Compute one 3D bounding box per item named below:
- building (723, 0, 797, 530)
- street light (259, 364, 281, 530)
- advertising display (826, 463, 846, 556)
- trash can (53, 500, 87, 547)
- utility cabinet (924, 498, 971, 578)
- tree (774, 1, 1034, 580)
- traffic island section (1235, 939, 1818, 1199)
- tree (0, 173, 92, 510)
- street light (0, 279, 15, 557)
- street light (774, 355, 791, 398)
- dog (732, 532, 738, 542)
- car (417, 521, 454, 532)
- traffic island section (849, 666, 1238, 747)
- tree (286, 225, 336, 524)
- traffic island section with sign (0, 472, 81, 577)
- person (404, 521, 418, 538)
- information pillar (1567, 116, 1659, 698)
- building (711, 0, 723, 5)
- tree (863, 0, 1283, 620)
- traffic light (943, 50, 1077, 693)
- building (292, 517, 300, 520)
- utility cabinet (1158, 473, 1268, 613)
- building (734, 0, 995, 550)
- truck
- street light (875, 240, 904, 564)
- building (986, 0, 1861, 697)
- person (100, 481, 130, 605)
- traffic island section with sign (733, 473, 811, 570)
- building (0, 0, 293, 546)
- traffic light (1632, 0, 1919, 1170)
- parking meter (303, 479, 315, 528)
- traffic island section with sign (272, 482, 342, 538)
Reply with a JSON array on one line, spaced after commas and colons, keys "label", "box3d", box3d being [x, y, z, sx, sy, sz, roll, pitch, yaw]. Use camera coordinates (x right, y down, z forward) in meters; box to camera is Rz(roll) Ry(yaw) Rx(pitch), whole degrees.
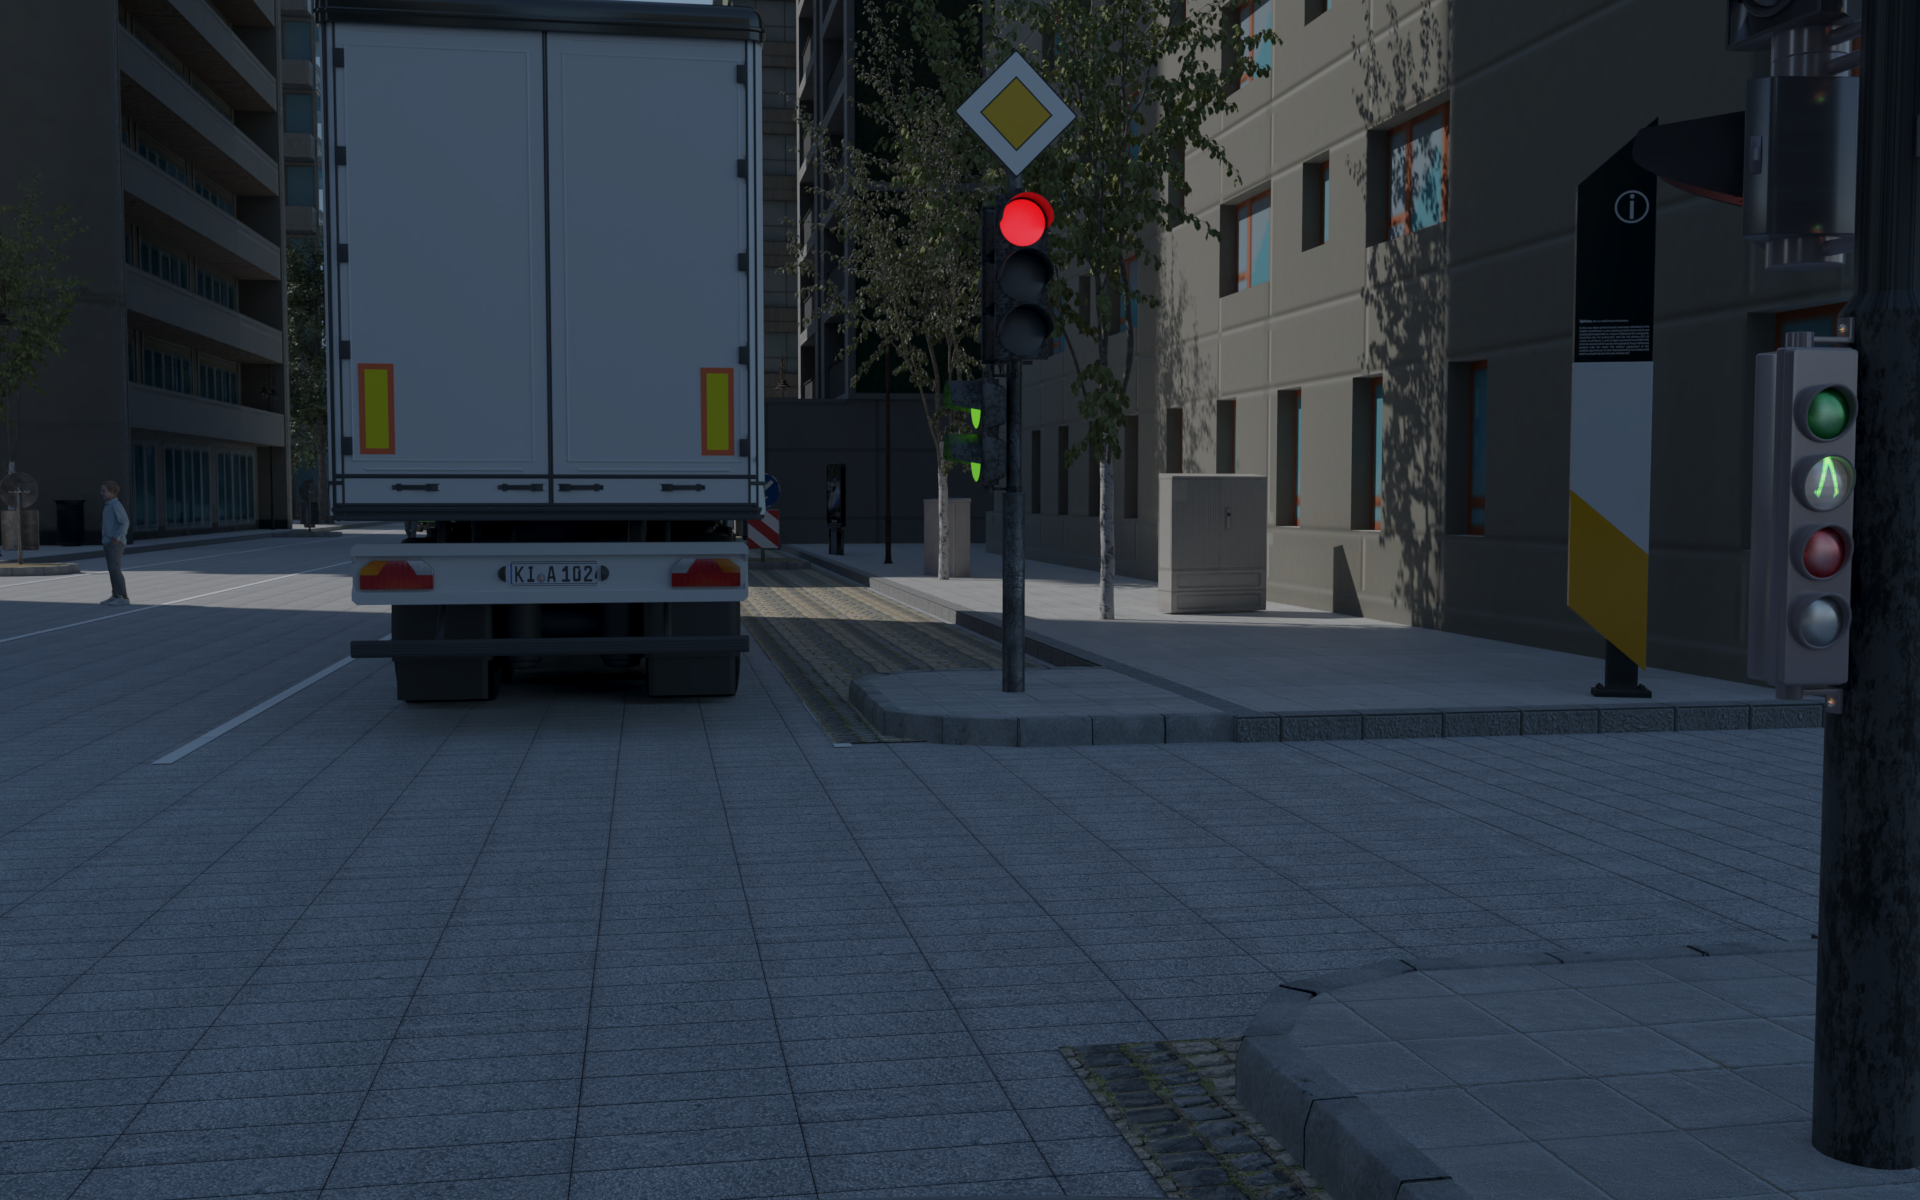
[{"label": "building", "box3d": [-3.089, -23.862, 73.735, 14.154, 41.232, 14.086, -1, 4, -10]}, {"label": "street light", "box3d": [-24.511, -5.432, 61.604, 0.468, 5.910, 1.993, -1, 4, -10]}, {"label": "advertising display", "box3d": [-2.609, -1.912, 36.477, 0.123, 1.923, 0.974, -1, 4, -22]}, {"label": "trash can", "box3d": [-21.777, -1.881, 42.405, 0.748, 1.137, 0.748, 0, 3, 0]}, {"label": "utility cabinet", "box3d": [-0.210, -0.969, 27.011, 0.306, 1.237, 1.020, -2, 4, -29]}, {"label": "tree", "box3d": [-0.437, -4.599, 25.564, 4.360, 8.622, 3.978, 0, 3, 0]}, {"label": "traffic island section", "box3d": [1.784, 1.154, 3.407, 2.009, 0.180, 2.903, -1, 4, -10]}, {"label": "tree", "box3d": [-21.813, -5.437, 39.264, 4.737, 8.622, 4.395, 0, 3, 0]}, {"label": "street light", "box3d": [-19.792, -3.831, 35.427, 0.468, 5.910, 1.993, -1, 4, -10]}, {"label": "street light", "box3d": [-5.925, -5.204, 57.870, 0.468, 5.910, 1.993, -1, 4, -10]}, {"label": "dog", "box3d": [-6.222, -1.626, 46.782, 0.550, 0.427, 0.748, -3, 4, -36]}, {"label": "car", "box3d": [-19.957, -3.554, 66.911, 1.959, 1.807, 4.718, -1, 4, -12]}, {"label": "traffic island section", "box3d": [0.370, 0.674, 11.266, 2.009, 0.180, 2.903, -1, 4, -10]}, {"label": "tree", "box3d": [-27.452, -9.619, 74.279, 9.611, 12.733, 9.660, 0, 3, 0]}, {"label": "traffic island section with sign", "box3d": [-16.946, -1.364, 30.932, 1.989, 1.847, 2.006, -1, 4, -10]}, {"label": "person", "box3d": [-13.479, -2.073, 42.492, 0.679, 1.850, 0.850, 0, 3, 0]}, {"label": "information pillar", "box3d": [4.116, -1.196, 10.903, 0.504, 3.616, 0.183, 1, 4, 12]}, {"label": "building", "box3d": [-9.670, -32.255, 146.974, 23.786, 49.044, 30.456, -1, 4, -10]}, {"label": "tree", "box3d": [1.271, -4.102, 17.433, 4.737, 8.622, 4.395, 0, 3, 0]}, {"label": "traffic light", "box3d": [0.329, -1.359, 11.145, 0.839, 4.253, 0.868, -1, 4, -10]}, {"label": "building", "box3d": [-43.038, -29.079, 95.051, 23.786, 49.044, 30.456, -1, 4, -10]}, {"label": "utility cabinet", "box3d": [2.735, -0.612, 18.686, 1.173, 1.500, 0.318, -1, 4, -22]}, {"label": "building", "box3d": [4.182, -37.319, 48.418, 20.563, 71.187, 20.611, -1, 4, -10]}, {"label": "truck", "box3d": [-3.290, -1.615, 15.321, 2.839, 4.237, 11.283, -1, 4, -10]}, {"label": "street light", "box3d": [-1.323, -3.608, 31.781, 0.468, 5.910, 1.993, -1, 4, -10]}, {"label": "building", "box3d": [17.235, -11.090, 26.357, 28.899, 21.520, 27.650, -1, 4, -10]}, {"label": "person", "box3d": [-10.991, -0.744, 22.476, 0.330, 1.601, 0.589, -2, 4, -34]}, {"label": "traffic island section with sign", "box3d": [-3.958, -1.516, 33.419, 1.989, 1.847, 2.006, -1, 4, -10]}, {"label": "building", "box3d": [-33.307, -26.096, 50.374, 21.300, 48.544, 21.600, -1, 4, -10]}, {"label": "traffic light", "box3d": [-0.300, -1.719, 2.777, 4.771, 5.953, 1.251, -1, 4, -10]}, {"label": "parking meter", "box3d": [-24.776, -3.681, 65.890, 0.399, 1.863, 0.255, 0, 4, 2]}, {"label": "traffic island section with sign", "box3d": [-21.803, -3.017, 57.955, 1.989, 1.847, 2.006, -1, 4, -10]}]
